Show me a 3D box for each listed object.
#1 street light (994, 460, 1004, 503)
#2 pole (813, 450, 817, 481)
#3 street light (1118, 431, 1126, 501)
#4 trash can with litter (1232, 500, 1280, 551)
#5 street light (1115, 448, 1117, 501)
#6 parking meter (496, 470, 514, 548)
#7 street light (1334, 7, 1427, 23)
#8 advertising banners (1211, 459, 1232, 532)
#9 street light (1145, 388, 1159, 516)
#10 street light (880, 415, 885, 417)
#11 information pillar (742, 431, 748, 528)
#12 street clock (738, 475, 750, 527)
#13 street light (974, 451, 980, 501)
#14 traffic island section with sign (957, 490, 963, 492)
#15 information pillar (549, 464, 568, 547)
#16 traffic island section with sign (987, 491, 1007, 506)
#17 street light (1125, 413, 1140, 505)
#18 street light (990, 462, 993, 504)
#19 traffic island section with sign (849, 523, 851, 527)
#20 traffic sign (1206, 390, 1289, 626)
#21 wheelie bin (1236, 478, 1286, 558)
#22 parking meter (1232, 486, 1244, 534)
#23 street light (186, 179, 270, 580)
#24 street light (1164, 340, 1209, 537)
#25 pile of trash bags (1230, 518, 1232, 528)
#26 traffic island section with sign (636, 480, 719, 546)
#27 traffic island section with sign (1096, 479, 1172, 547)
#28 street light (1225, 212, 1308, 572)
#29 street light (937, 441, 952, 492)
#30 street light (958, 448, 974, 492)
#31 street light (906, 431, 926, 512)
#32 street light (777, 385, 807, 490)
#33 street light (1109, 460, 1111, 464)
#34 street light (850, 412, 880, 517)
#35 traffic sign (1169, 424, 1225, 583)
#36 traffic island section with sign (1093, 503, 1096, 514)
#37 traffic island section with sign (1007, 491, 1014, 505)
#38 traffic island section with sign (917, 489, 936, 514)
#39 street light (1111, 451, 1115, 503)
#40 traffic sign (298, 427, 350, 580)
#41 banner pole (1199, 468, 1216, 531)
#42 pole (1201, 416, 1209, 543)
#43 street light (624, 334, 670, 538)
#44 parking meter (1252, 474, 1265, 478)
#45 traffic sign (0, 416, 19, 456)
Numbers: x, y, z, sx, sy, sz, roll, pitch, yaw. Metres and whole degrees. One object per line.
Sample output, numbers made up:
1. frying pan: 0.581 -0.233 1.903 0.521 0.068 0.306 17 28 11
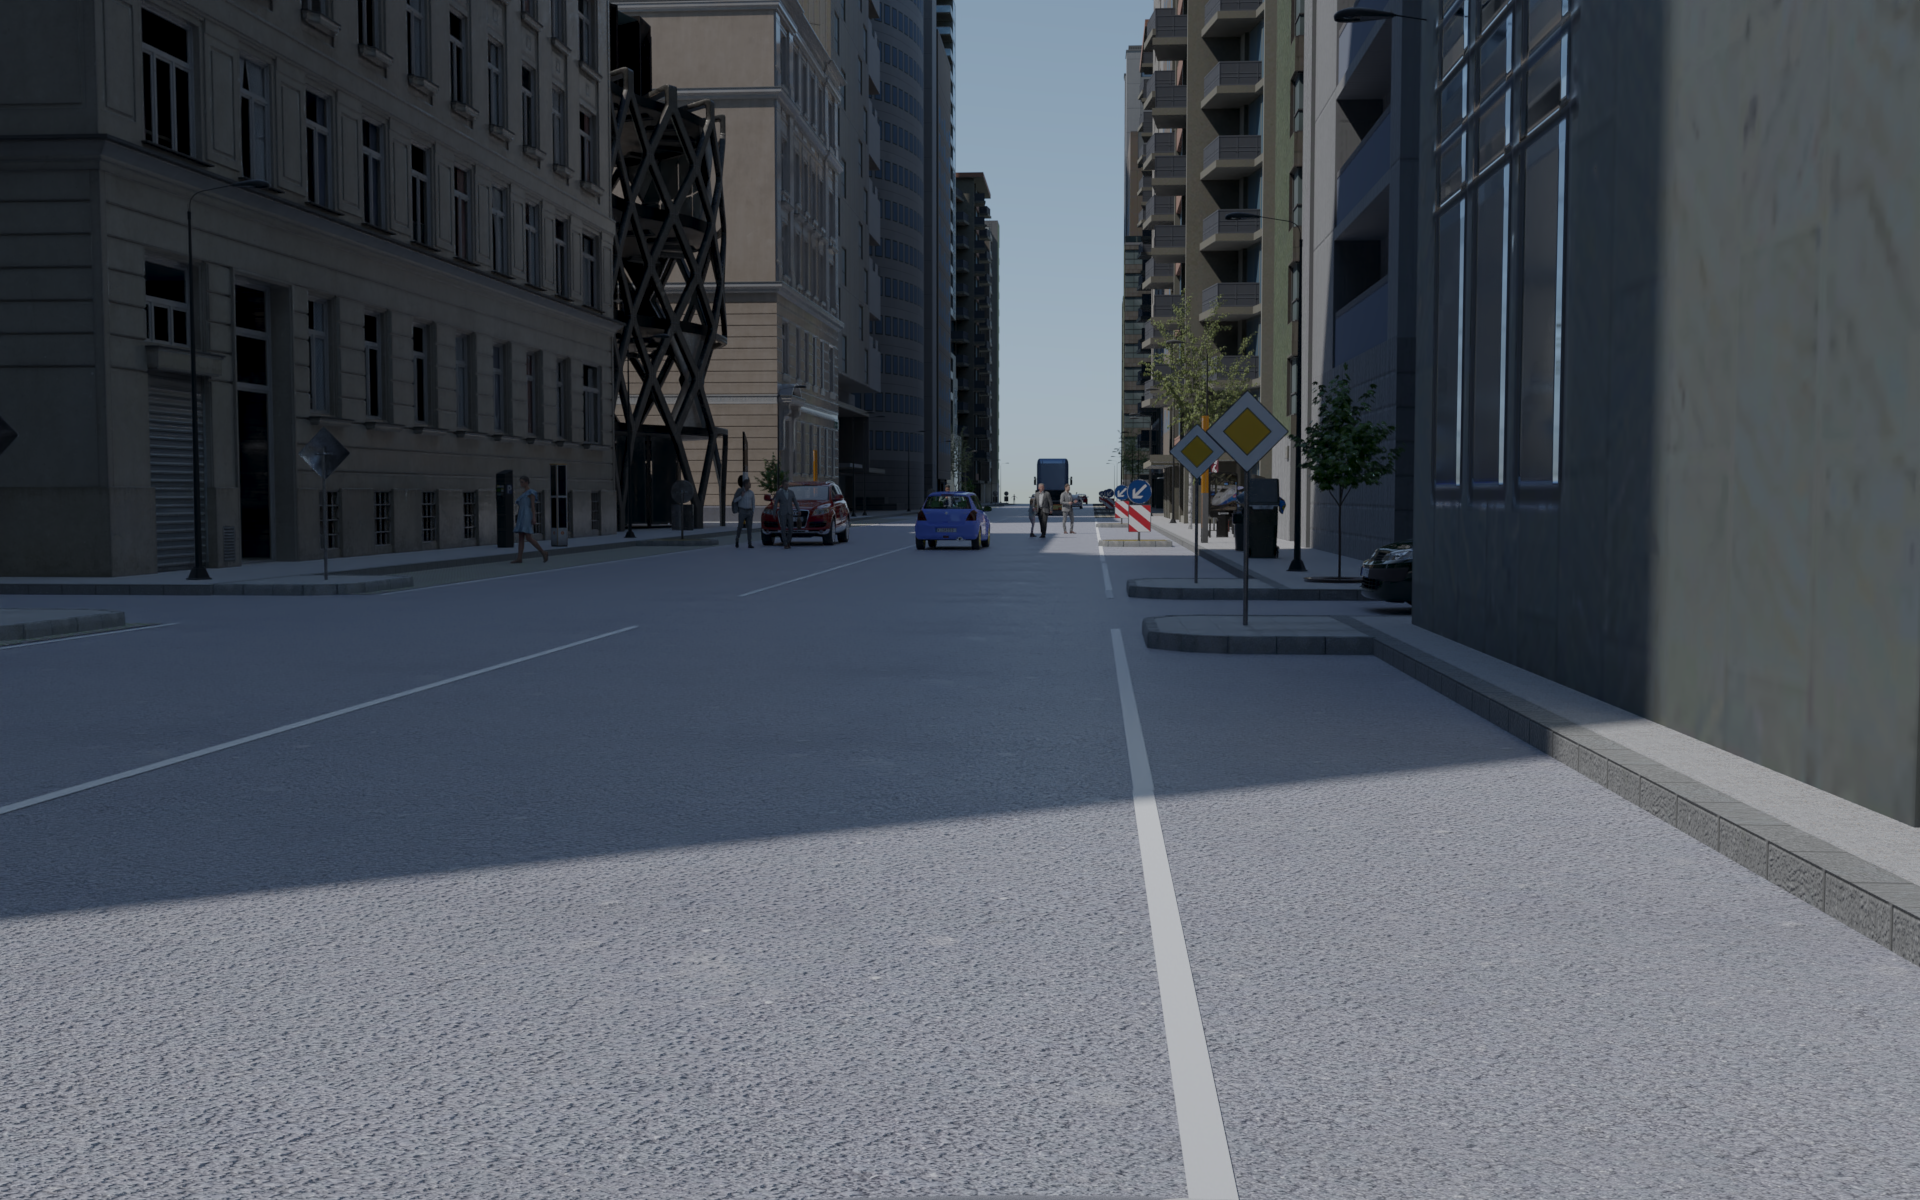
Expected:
1. street light: 4.766 -15.927 232.941 1.470 5.913 1.316 0 4 4
2. pole: -6.729 -5.306 80.603 0.158 3.312 0.155 0 3 0
3. street light: 12.653 -9.524 128.257 1.470 5.913 1.316 0 4 4
4. trash can with litter: 6.632 -1.675 38.768 1.055 1.170 0.624 2 4 27
5. street light: 14.596 -10.986 152.160 1.470 5.913 1.316 0 4 4
6. parking meter: -10.885 -2.184 41.414 0.255 1.863 0.399 1 4 20
7. street light: 4.270 -2.699 16.675 1.470 5.913 1.316 0 4 4
8. advertising banners: 9.052 -3.832 58.838 0.090 3.025 2.074 -1 4 -23
9. street light: 8.813 -6.320 75.872 1.470 5.913 1.316 0 4 4
10. street light: -5.108 -7.946 102.461 1.470 5.913 1.316 0 4 4
11. information pillar: -8.056 -4.506 65.022 0.183 3.616 0.504 1 4 8
12. street clock: -8.204 -3.740 65.726 0.471 2.002 0.358 3 5 43
13. street light: 1.128 -12.996 185.025 1.470 5.913 1.316 0 4 4
14. traffic island section with sign: 0.048 -8.762 151.878 1.989 1.847 2.006 0 4 4
15. information pillar: -9.772 -2.306 42.191 0.304 2.012 0.304 3 5 43
16. traffic island section with sign: 4.299 -12.185 207.844 1.989 1.847 2.006 0 4 4
17. street light: 10.418 -7.765 99.492 1.470 5.913 1.316 0 4 4
18. street light: 2.867 -14.440 208.635 1.470 5.913 1.316 0 4 4
19. traffic island section with sign: -5.764 -4.064 75.068 1.989 1.847 2.006 0 4 4
20. traffic sign: 2.785 -0.808 16.859 0.795 2.450 0.064 0 4 4
21. wheelie bin: 6.036 -1.643 34.764 0.980 1.594 0.693 0 4 7
22. parking meter: 8.870 -2.868 55.298 0.372 1.533 0.369 0 3 0
23. street light: -10.885 -3.256 25.772 1.470 5.913 1.316 0 4 4
24. street light: 6.902 -4.877 52.275 1.470 5.913 1.316 0 4 4
25. pile of trash bags: 11.182 -3.448 66.127 1.912 1.369 3.447 -1 4 -12
26. traffic island section with sign: -7.798 -2.420 48.189 1.989 1.847 2.006 0 4 4
27. traffic island section with sign: 4.817 -2.393 47.746 1.989 1.847 2.006 0 4 4
28. street light: 5.067 -3.433 28.672 1.470 5.913 1.316 0 4 4
29. street light: -1.406 -10.875 150.349 1.470 5.913 1.316 0 4 4
30. street light: 0.409 -12.320 173.978 1.470 5.913 1.316 0 4 4
31. street light: -3.213 -9.431 126.744 1.470 5.913 1.316 0 4 4
32. street light: -7.235 -6.209 74.051 1.470 5.913 1.316 0 4 4
33. street light: 17.159 -13.154 187.609 1.470 5.913 1.316 0 4 4
34. street light: -5.478 -7.654 97.681 1.470 5.913 1.316 0 4 4
35. traffic sign: 3.389 -1.295 24.821 0.795 2.450 0.064 0 4 4
36. traffic island section with sign: 6.857 -4.037 74.634 1.989 1.847 2.006 0 4 4
37. traffic island section with sign: 6.350 -13.836 234.840 1.989 1.847 2.006 0 4 4
38. traffic island section with sign: -2.029 -7.080 124.382 1.989 1.847 2.006 0 4 4
39. street light: 16.321 -12.441 175.945 1.470 5.913 1.316 0 4 4
40. traffic sign: -9.467 -1.356 25.812 0.795 2.450 0.064 0 4 4
41. banner pole: 8.610 -4.289 60.143 0.863 3.779 0.401 0 4 -5
42. pole: 6.403 -3.146 45.278 0.158 3.312 0.155 0 3 0
43. street light: -9.113 -4.765 50.452 1.470 5.913 1.316 0 4 4
44. parking meter: 8.750 -2.754 50.732 0.399 1.863 0.255 0 4 -6
45. traffic sign: -10.071 -0.869 17.850 0.795 2.450 0.064 0 4 4
